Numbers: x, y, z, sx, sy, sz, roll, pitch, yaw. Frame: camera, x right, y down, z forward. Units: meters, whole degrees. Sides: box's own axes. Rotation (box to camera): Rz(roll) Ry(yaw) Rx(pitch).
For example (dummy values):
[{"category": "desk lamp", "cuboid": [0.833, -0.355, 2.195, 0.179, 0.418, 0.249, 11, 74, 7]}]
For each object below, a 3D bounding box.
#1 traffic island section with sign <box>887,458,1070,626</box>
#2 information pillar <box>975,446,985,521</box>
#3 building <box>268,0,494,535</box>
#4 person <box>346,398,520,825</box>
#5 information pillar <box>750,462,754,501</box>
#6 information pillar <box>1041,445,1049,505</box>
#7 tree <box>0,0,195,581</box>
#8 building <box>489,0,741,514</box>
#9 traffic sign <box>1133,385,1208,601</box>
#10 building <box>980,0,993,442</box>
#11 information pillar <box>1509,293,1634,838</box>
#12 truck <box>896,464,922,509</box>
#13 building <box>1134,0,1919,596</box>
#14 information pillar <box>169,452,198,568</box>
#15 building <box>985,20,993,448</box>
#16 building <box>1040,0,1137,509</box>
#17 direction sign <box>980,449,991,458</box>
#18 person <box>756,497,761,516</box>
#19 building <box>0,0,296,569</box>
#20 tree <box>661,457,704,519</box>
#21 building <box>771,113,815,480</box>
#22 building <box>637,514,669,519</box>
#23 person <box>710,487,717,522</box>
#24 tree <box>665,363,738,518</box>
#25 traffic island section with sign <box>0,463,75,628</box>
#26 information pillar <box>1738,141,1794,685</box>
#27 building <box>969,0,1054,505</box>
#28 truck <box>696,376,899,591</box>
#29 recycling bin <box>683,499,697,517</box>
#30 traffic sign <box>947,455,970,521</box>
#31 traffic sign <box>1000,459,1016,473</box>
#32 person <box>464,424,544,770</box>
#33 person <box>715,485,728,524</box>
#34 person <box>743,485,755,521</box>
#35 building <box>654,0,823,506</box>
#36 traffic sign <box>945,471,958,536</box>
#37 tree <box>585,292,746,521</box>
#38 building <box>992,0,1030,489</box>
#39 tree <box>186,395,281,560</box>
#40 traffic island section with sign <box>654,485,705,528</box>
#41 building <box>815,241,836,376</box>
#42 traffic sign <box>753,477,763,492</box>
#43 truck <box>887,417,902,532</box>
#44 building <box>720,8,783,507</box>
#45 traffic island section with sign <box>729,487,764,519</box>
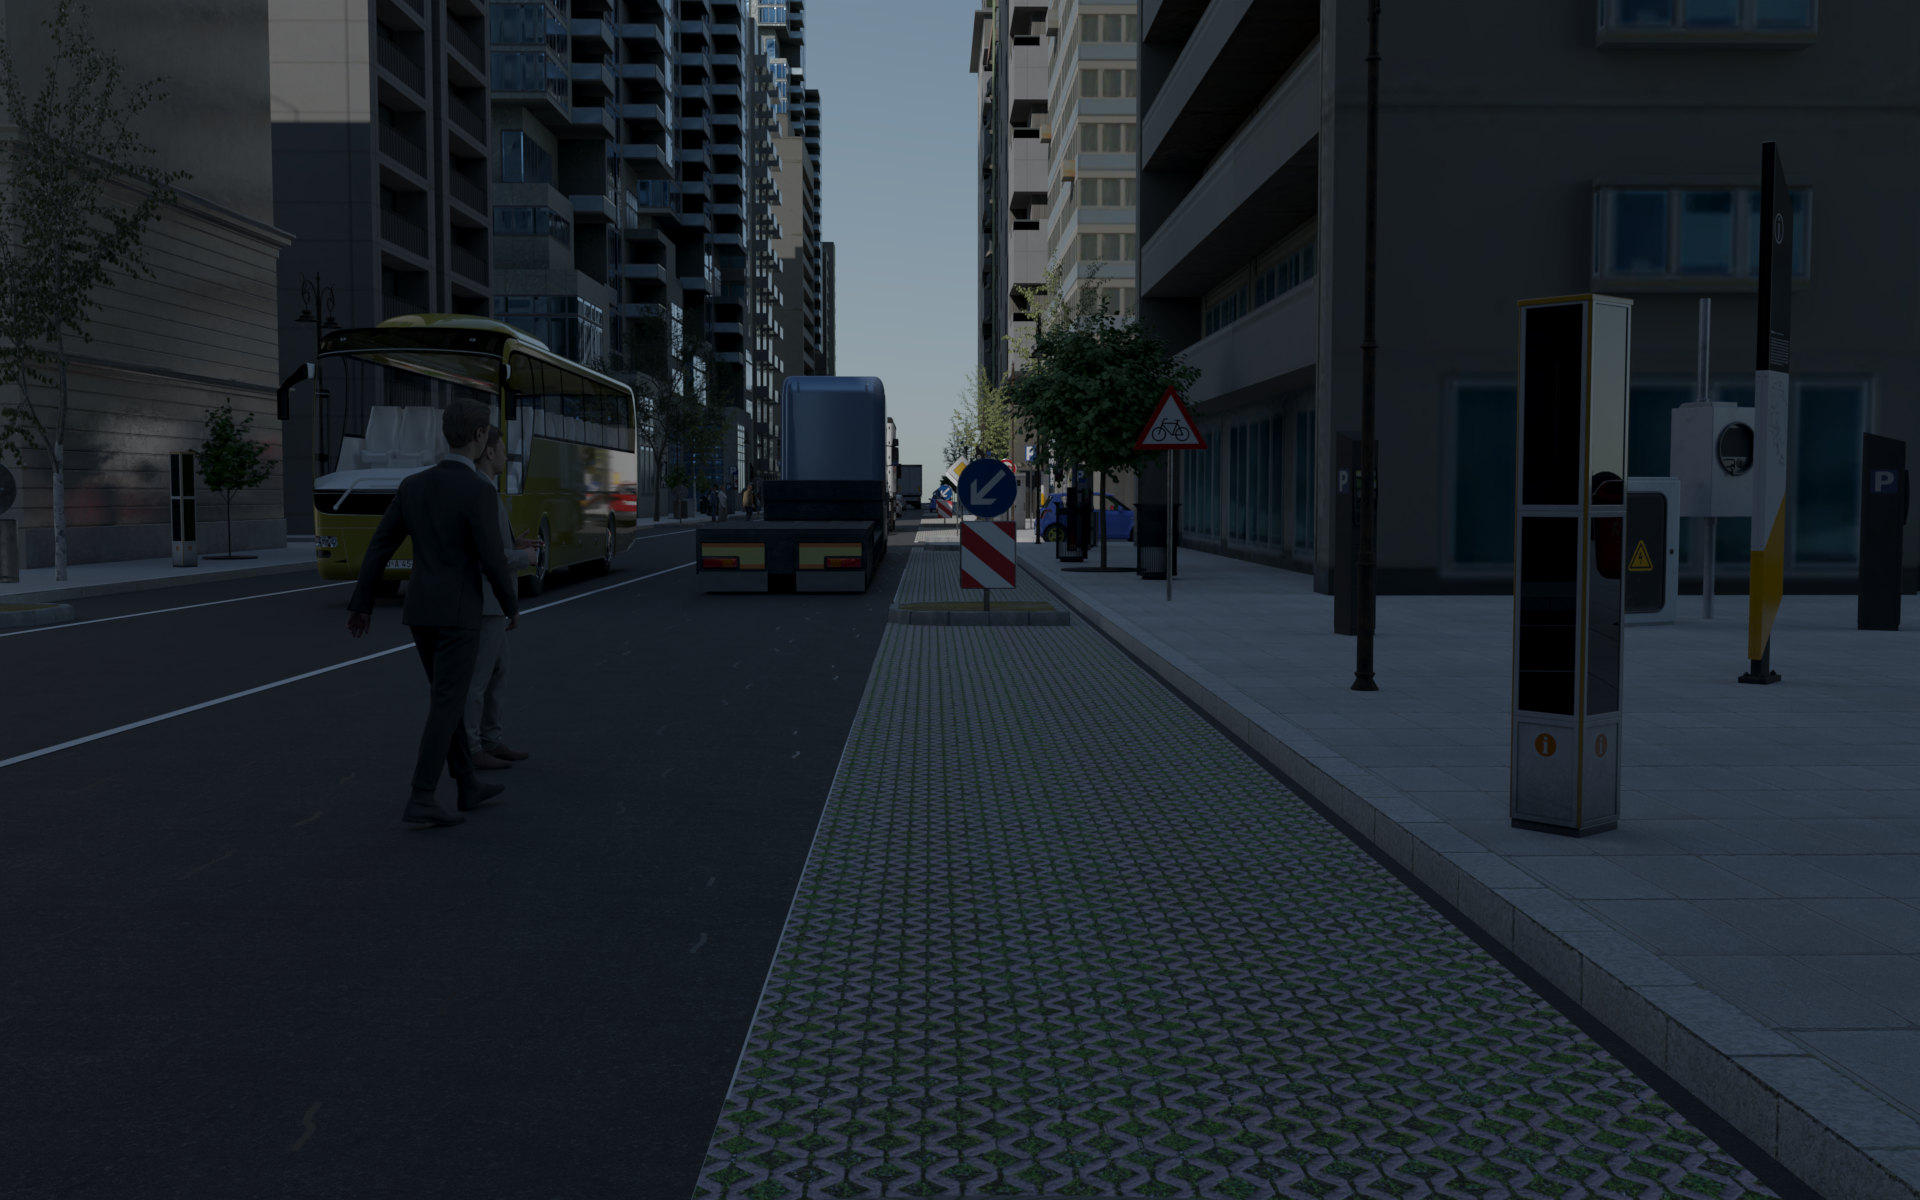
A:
[{"category": "traffic island section with sign", "cuboid": [0.180, -0.672, 19.616, 1.989, 1.847, 2.006, 0, 4, -1]}, {"category": "information pillar", "cuboid": [0.966, -5.654, 83.797, 0.504, 3.616, 0.183, -2, 4, -33]}, {"category": "building", "cuboid": [-26.332, -38.155, 62.091, 20.563, 71.187, 20.611, 0, 4, -1]}, {"category": "person", "cuboid": [-2.219, 0.038, 7.654, 0.659, 1.850, 0.755, 2, 4, 28]}, {"category": "information pillar", "cuboid": [-15.212, -8.261, 126.420, 0.183, 3.616, 0.504, 1, 4, 18]}, {"category": "information pillar", "cuboid": [3.170, -4.465, 64.350, 0.183, 3.616, 0.504, 2, 4, 29]}, {"category": "tree", "cuboid": [-13.531, -4.584, 25.314, 4.360, 8.622, 3.978, 0, 3, 0]}, {"category": "building", "cuboid": [-27.935, -50.659, 140.954, 22.319, 86.520, 31.000, 0, 4, -1]}, {"category": "traffic sign", "cuboid": [2.511, -1.267, 20.714, 0.884, 2.594, 0.081, 0, 4, 2]}, {"category": "building", "cuboid": [11.248, -49.669, 250.344, 20.563, 71.187, 20.611, 0, 4, -1]}, {"category": "information pillar", "cuboid": [2.320, -0.128, 6.588, 0.304, 2.012, 0.304, -3, 5, -40]}, {"category": "truck", "cuboid": [-5.013, -11.016, 169.018, 2.839, 4.237, 11.283, 0, 4, -2]}, {"category": "building", "cuboid": [15.118, -24.913, 31.036, 21.300, 48.544, 21.600, 0, 4, -1]}, {"category": "information pillar", "cuboid": [-13.605, -1.581, 30.348, 0.304, 2.012, 0.304, 2, 4, 28]}, {"category": "building", "cuboid": [13.554, -30.866, 159.278, 22.147, 44.769, 28.867, 0, 4, -1]}, {"category": "building", "cuboid": [15.797, -23.156, 70.490, 23.993, 40.220, 32.217, 0, 4, -1]}, {"category": "direction sign", "cuboid": [1.231, -5.840, 87.485, 0.876, 3.537, 0.379, -3, 5, -39]}, {"category": "person", "cuboid": [-13.058, -6.044, 112.000, 0.352, 1.250, 0.332, 1, 4, 16]}, {"category": "building", "cuboid": [-32.927, -13.219, 35.217, 34.723, 24.649, 14.460, 0, 4, -1]}, {"category": "tree", "cuboid": [-14.575, -5.849, 90.233, 1.663, 3.219, 1.824, 0, 3, 0]}, {"category": "building", "cuboid": [-30.178, -36.700, 223.748, 21.300, 48.544, 21.600, 0, 4, -1]}, {"category": "building", "cuboid": [-28.264, -48.359, 103.335, 22.319, 86.520, 31.000, 0, 4, -1]}, {"category": "person", "cuboid": [-12.640, -4.906, 88.901, 0.419, 1.800, 0.721, -1, 4, -18]}, {"category": "tree", "cuboid": [-14.271, -8.810, 94.408, 4.737, 8.622, 4.395, 0, 3, 0]}, {"category": "traffic island section with sign", "cuboid": [-11.086, -0.649, 19.243, 1.989, 1.847, 2.006, 0, 4, -1]}, {"category": "information pillar", "cuboid": [5.510, -1.249, 11.770, 0.183, 3.616, 0.504, 3, 5, 40]}, {"category": "building", "cuboid": [15.655, -36.576, 187.260, 28.713, 52.752, 27.495, 0, 4, -1]}, {"category": "truck", "cuboid": [-2.755, -2.690, 33.748, 2.967, 4.110, 18.799, 0, 4, -1]}, {"category": "recycling bin", "cuboid": [-15.239, -5.203, 97.629, 0.722, 1.027, 0.722, 0, 4, -4]}, {"category": "traffic sign", "cuboid": [0.055, -2.509, 44.665, 0.795, 2.450, 0.064, 0, 4, -1]}, {"category": "traffic sign", "cuboid": [1.669, -3.842, 62.926, 0.768, 2.556, 0.104, 1, 4, 9]}, {"category": "person", "cuboid": [-2.415, -0.024, 9.093, 0.583, 1.804, 0.606, -2, 4, -35]}, {"category": "person", "cuboid": [-9.666, -3.750, 70.043, 0.641, 1.798, 0.478, 1, 4, 21]}, {"category": "person", "cuboid": [-9.138, -4.067, 74.912, 0.656, 1.842, 0.836, 1, 4, 18]}, {"category": "building", "cuboid": [-29.772, -57.259, 248.850, 22.319, 86.520, 31.000, 0, 4, -1]}, {"category": "traffic sign", "cuboid": [-0.081, -2.997, 52.649, 0.795, 2.450, 0.064, 0, 4, -1]}, {"category": "tree", "cuboid": [-14.240, -8.946, 80.684, 8.767, 10.594, 7.601, 0, 4, -7]}, {"category": "building", "cuboid": [9.539, -27.785, 137.878, 14.154, 41.232, 14.086, 0, 4, -1]}, {"category": "tree", "cuboid": [-14.383, -2.411, 34.023, 1.663, 3.219, 1.824, 0, 3, 0]}, {"category": "traffic island section with sign", "cuboid": [-12.030, -4.031, 74.543, 1.989, 1.847, 2.006, 0, 4, -1]}, {"category": "building", "cuboid": [-26.941, -36.038, 272.810, 14.154, 41.232, 14.086, 0, 4, -1]}, {"category": "traffic sign", "cuboid": [-14.691, -7.693, 125.894, 0.768, 2.556, 0.104, 0, 4, 0]}, {"category": "truck", "cuboid": [-3.784, -4.868, 68.508, 2.839, 4.237, 11.283, 0, 4, -1]}, {"category": "building", "cuboid": [-29.569, -33.865, 173.302, 23.786, 49.044, 30.456, 0, 4, -1]}, {"category": "traffic island section with sign", "cuboid": [-12.473, -5.680, 101.494, 1.989, 1.847, 2.006, 0, 4, -1]}]
